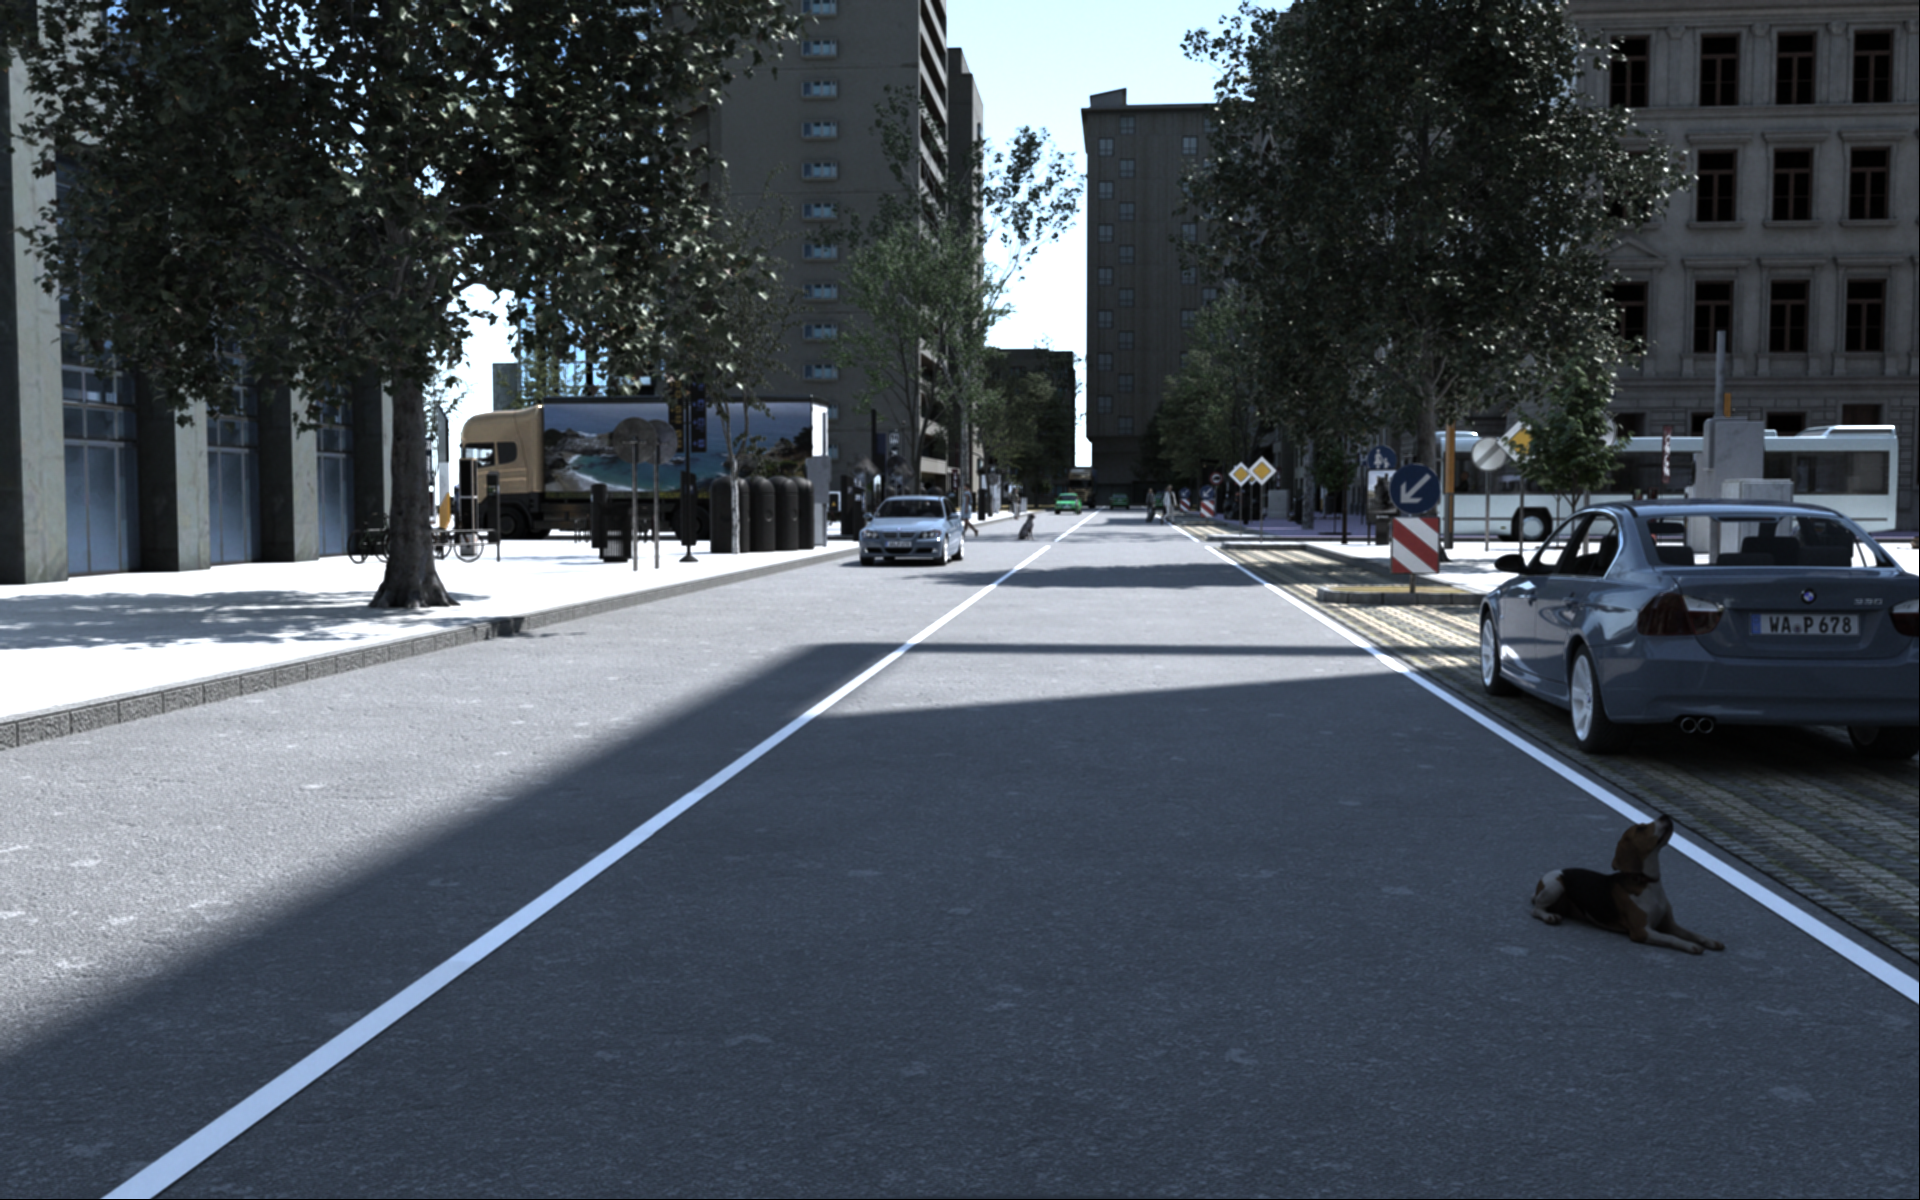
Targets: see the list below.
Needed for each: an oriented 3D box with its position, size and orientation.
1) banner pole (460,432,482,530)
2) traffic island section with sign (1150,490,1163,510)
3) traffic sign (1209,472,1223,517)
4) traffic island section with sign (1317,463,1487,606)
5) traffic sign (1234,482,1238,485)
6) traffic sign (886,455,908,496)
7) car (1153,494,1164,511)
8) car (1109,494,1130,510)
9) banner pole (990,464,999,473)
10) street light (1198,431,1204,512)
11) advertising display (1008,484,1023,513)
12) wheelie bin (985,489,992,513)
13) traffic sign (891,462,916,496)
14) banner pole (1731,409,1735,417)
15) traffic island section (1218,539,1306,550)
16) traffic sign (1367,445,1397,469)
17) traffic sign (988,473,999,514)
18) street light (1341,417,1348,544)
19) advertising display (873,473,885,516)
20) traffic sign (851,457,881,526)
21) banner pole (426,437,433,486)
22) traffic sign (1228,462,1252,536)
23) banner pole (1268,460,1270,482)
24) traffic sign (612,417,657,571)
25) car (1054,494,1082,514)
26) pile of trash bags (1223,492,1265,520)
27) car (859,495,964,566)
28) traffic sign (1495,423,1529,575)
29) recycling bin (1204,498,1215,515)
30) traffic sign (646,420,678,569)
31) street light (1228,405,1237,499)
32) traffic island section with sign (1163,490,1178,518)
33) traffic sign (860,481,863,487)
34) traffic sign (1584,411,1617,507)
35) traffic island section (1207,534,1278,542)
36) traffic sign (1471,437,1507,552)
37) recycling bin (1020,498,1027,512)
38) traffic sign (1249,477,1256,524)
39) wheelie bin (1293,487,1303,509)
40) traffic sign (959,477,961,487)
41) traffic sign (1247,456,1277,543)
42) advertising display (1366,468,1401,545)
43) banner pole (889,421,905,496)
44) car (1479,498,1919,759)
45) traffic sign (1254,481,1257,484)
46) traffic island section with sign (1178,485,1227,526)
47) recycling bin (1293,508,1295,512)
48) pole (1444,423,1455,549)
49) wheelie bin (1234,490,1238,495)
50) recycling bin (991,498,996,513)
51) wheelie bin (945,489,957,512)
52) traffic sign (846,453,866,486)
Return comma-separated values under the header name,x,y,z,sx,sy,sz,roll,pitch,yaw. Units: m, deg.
name,x,y,z,sx,sy,sz,roll,pitch,yaw
banner pole,-17.292,-4.366,61.394,0.863,3.779,0.401,-1,4,-12
traffic island section with sign,18.173,-8.930,154.629,1.989,1.847,2.006,0,4,5
traffic sign,14.596,-6.030,98.690,0.768,2.556,0.104,0,4,7
traffic island section with sign,5.833,-0.887,23.131,1.989,1.847,2.006,0,4,5
traffic sign,16.179,-6.082,99.452,0.884,2.594,0.081,1,4,12
traffic sign,-2.086,-3.462,56.712,0.768,2.556,0.104,1,4,13
car,17.070,-8.387,145.925,1.959,1.807,4.718,0,4,6
car,14.866,-9.321,161.198,1.959,1.807,4.718,0,4,5
banner pole,2.612,-8.446,128.114,0.863,3.779,0.401,1,4,21
street light,17.639,-9.453,127.344,0.468,5.910,1.993,0,4,5
advertising display,4.243,-7.598,129.433,0.974,1.923,0.123,-2,4,-28
wheelie bin,1.701,-6.548,114.965,0.980,1.594,0.693,2,4,35
traffic sign,-1.767,-3.094,54.236,0.795,2.450,0.064,0,4,5
banner pole,22.537,-3.738,51.133,0.863,3.779,0.401,0,4,1
traffic island section,7.908,-1.412,45.369,2.009,0.180,2.903,0,4,5
traffic sign,11.012,-2.764,45.293,0.768,2.556,0.104,1,4,8
traffic sign,1.942,-6.338,103.738,0.768,2.556,0.104,1,4,13
street light,9.864,-4.372,44.268,0.468,5.910,1.993,0,4,5
advertising display,-2.518,-2.968,53.742,0.123,1.923,0.974,-1,4,-17
traffic sign,-2.513,-2.608,46.286,0.795,2.450,0.064,0,4,5
banner pole,-20.629,-4.704,66.934,0.401,3.779,0.863,1,4,22
traffic sign,8.629,-3.034,53.244,0.795,2.450,0.064,0,4,5
banner pole,22.511,-8.320,126.050,0.401,3.779,0.863,1,4,15
traffic sign,-5.391,-1.748,28.694,0.768,2.556,0.104,0,4,6
car,7.735,-7.030,123.744,1.959,1.807,4.718,0,4,6
pile of trash bags,14.221,-4.745,87.329,1.912,1.369,3.447,0,4,2
car,-0.950,-1.484,36.269,2.014,1.417,4.499,0,4,7
traffic sign,8.273,-1.487,25.504,0.795,2.450,0.064,0,4,6
recycling bin,15.689,-5.874,108.599,0.722,1.027,0.722,0,4,2
traffic sign,-5.198,-1.806,29.636,0.768,2.556,0.104,1,4,10
street light,14.224,-7.178,90.153,0.468,5.910,1.993,0,4,5
traffic island section with sign,13.517,-5.901,105.105,1.989,1.847,2.006,0,4,5
traffic sign,-3.411,-3.658,59.907,0.768,2.556,0.104,1,4,14
traffic sign,9.093,-1.530,25.118,0.768,2.556,0.104,1,4,10
traffic island section,8.654,-1.898,53.319,2.009,0.180,2.903,0,4,5
traffic sign,11.768,-2.355,38.603,0.768,2.556,0.104,1,4,10
recycling bin,4.232,-6.653,121.337,0.722,1.027,0.722,-1,4,-22
traffic sign,12.639,-4.518,75.056,0.795,2.450,0.064,1,4,14
wheelie bin,16.395,-4.594,83.026,0.693,1.594,0.980,-1,4,-18
traffic sign,0.244,-6.333,105.672,0.606,2.300,0.079,0,4,6
traffic sign,7.884,-2.547,45.294,0.795,2.450,0.064,0,4,5
advertising display,10.658,-2.349,43.626,0.123,1.923,0.974,-3,5,-40
banner pole,-2.127,-4.249,59.484,0.863,3.779,0.401,-3,5,-40
car,4.427,0.080,10.699,2.014,1.417,4.499,0,4,6
traffic sign,13.214,-4.729,78.498,0.795,2.450,0.064,1,4,12
traffic island section with sign,10.957,-4.231,77.810,1.989,1.847,2.006,0,4,5
recycling bin,24.465,-6.880,125.042,0.722,1.027,0.722,1,4,15
pole,11.374,-2.837,40.225,0.158,3.312,0.155,0,3,0
wheelie bin,20.115,-7.161,124.985,0.693,1.594,0.980,-2,4,-27
recycling bin,1.976,-6.357,116.491,0.722,1.027,0.722,-1,4,-21
wheelie bin,-0.633,-6.724,117.853,0.693,1.594,0.980,-3,5,-39
traffic sign,-3.201,-3.316,54.318,0.768,2.556,0.104,1,4,13
